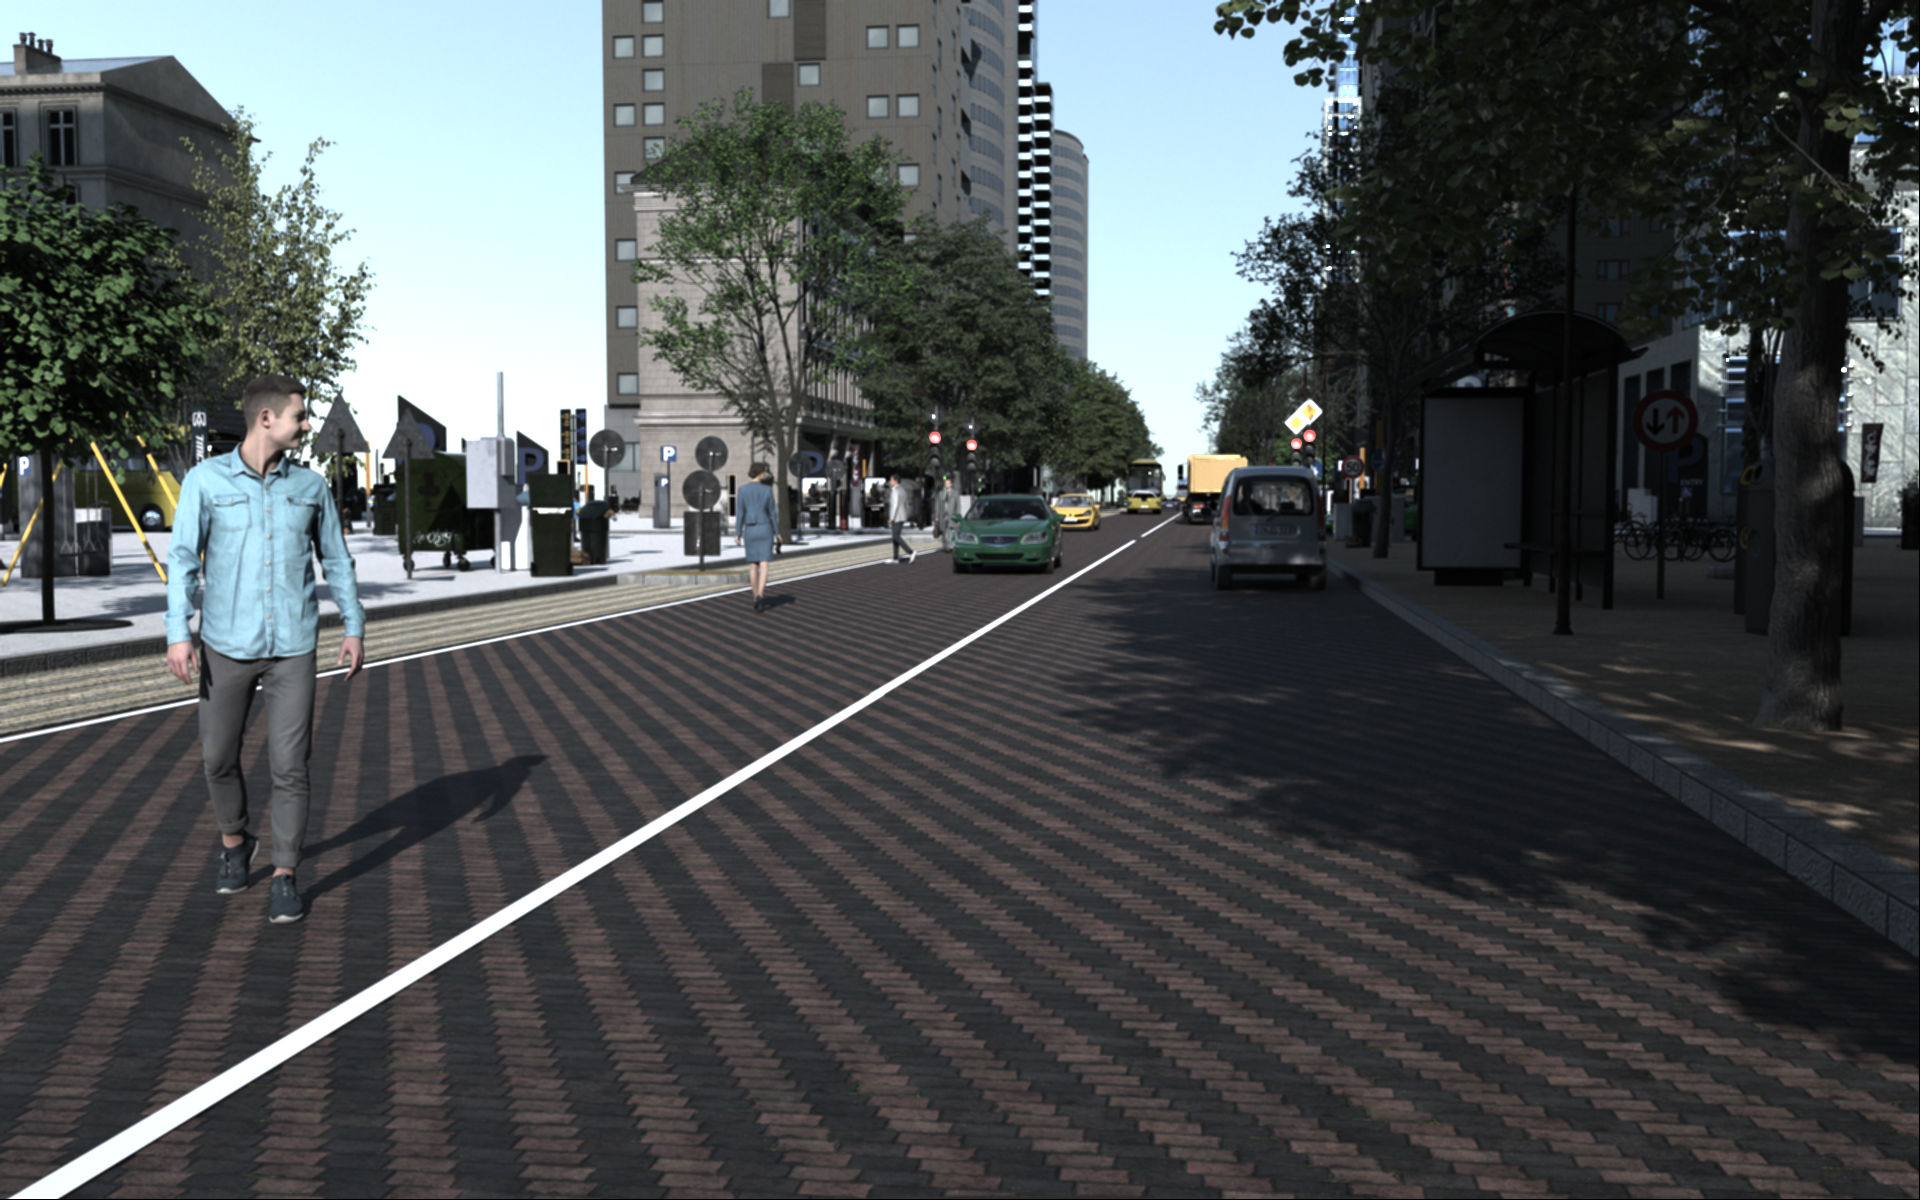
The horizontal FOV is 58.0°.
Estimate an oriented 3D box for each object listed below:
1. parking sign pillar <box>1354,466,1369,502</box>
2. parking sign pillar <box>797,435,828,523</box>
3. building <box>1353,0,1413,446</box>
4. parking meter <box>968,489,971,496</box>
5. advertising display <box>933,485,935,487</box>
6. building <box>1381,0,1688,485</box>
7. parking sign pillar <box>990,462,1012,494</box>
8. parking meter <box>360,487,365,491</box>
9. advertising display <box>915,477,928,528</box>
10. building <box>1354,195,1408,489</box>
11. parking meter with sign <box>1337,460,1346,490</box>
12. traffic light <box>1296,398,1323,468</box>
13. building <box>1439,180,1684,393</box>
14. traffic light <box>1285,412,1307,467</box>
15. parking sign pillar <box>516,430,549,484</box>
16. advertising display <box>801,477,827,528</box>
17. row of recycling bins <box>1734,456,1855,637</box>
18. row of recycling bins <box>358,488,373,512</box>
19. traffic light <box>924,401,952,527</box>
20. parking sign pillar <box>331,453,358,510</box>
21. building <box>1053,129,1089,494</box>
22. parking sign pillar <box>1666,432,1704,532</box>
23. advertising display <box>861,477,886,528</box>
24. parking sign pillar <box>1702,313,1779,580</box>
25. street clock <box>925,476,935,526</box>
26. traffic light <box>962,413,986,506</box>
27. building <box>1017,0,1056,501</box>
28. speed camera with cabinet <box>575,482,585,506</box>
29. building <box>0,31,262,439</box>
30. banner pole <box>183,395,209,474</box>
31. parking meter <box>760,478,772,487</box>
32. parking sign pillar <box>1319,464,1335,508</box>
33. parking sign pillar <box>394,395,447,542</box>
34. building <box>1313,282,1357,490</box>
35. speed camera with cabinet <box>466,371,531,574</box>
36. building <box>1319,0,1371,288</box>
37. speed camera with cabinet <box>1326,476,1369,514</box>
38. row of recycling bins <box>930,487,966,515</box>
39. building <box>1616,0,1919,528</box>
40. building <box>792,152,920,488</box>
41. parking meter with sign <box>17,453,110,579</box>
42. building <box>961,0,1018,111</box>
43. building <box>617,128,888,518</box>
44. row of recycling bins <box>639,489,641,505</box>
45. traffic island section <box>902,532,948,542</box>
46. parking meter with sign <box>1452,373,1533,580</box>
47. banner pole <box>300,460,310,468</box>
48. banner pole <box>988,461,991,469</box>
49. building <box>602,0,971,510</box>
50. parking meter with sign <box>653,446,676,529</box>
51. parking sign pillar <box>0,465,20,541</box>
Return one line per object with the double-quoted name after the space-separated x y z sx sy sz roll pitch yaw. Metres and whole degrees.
28.147 -8.181 122.226 1.447 3.967 1.447 3 5 43 "parking sign pillar"
-6.685 -5.502 78.433 1.447 3.967 1.447 -1 4 -11 "parking sign pillar"
56.115 -36.093 179.361 28.713 52.752 27.495 1 4 8 "building"
0.633 -6.246 107.828 0.255 1.863 0.399 0 4 3 "parking meter"
-1.628 -7.341 125.237 0.123 1.923 0.974 2 4 34 "advertising display"
46.138 -42.980 140.974 20.563 71.187 20.611 1 4 8 "building"
2.310 -6.636 96.969 1.447 3.967 1.447 3 5 45 "parking sign pillar"
-47.398 -8.058 137.457 0.399 1.863 0.255 3 4 38 "parking meter"
-1.493 -3.763 66.731 0.123 1.923 0.974 -2 4 -24 "advertising display"
44.638 -23.746 159.945 14.160 30.474 14.107 1 4 8 "building"
19.829 -5.662 88.839 0.543 3.016 1.738 0 4 -4 "parking meter with sign"
10.209 -3.785 50.811 0.839 4.253 0.868 1 4 8 "traffic light"
47.817 -16.508 114.947 27.650 21.520 28.899 1 4 8 "building"
11.363 -4.269 58.713 0.839 4.253 0.868 1 4 8 "traffic light"
-17.931 -5.151 72.698 1.447 3.967 1.447 0 4 -8 "parking sign pillar"
-5.505 -3.689 65.522 0.974 1.923 0.123 0 4 -6 "advertising display"
8.239 -0.610 17.094 1.069 1.692 3.534 1 4 22 "row of recycling bins"
-44.266 -7.273 126.024 1.069 1.692 3.534 3 5 43 "row of recycling bins"
-0.690 -3.881 52.382 0.839 4.253 0.868 1 4 8 "traffic light"
-31.187 -6.072 87.746 1.447 3.967 1.447 1 4 17 "parking sign pillar"
8.896 -44.890 275.951 21.231 58.520 28.212 1 4 8 "building"
23.971 -4.201 57.152 1.447 3.967 1.447 1 4 18 "parking sign pillar"
-3.232 -3.695 65.621 0.974 1.923 0.123 -2 4 -33 "advertising display"
12.138 -2.310 26.238 1.447 3.967 1.447 1 4 21 "parking sign pillar"
-1.235 -3.925 68.737 0.358 2.002 0.471 3 4 36 "street clock"
0.465 -4.365 60.284 0.839 4.253 0.868 1 4 8 "traffic light"
3.068 -57.084 245.999 22.319 86.520 31.000 1 4 8 "building"
-28.306 -8.169 127.901 0.660 3.252 2.038 -3 5 -40 "speed camera with cabinet"
-54.321 -16.287 85.379 34.723 24.649 14.460 1 4 8 "building"
-19.391 -3.296 43.914 0.863 3.779 0.401 1 4 13 "banner pole"
-7.132 -3.546 63.695 0.255 1.863 0.399 3 5 44 "parking meter"
19.210 -6.331 91.979 1.447 3.967 1.447 0 4 3 "parking sign pillar"
-14.602 -3.576 46.933 1.447 3.967 1.447 0 4 4 "parking sign pillar"
57.975 -29.273 250.308 14.160 30.474 14.107 1 4 8 "building"
-7.467 -2.103 28.714 0.660 3.252 2.038 1 4 11 "speed camera with cabinet"
65.237 -58.570 270.290 22.319 86.520 31.000 1 4 8 "building"
19.418 -5.654 86.778 2.038 3.252 0.660 0 4 4 "speed camera with cabinet"
-0.862 -6.171 108.004 1.069 1.692 3.534 3 4 36 "row of recycling bins"
45.136 -46.483 72.664 31.000 86.520 22.319 1 4 8 "building"
-10.204 -17.822 121.072 12.332 23.373 15.834 1 4 8 "building"
-13.981 -1.852 26.538 0.543 3.016 1.738 2 4 31 "parking meter with sign"
-6.085 -38.928 178.467 21.231 58.520 28.212 1 4 8 "building"
-12.675 -14.813 93.107 10.553 20.767 40.483 1 4 8 "building"
-18.325 -5.824 102.329 1.069 1.692 3.534 -1 4 -20 "row of recycling bins"
-0.728 -1.850 52.523 2.009 0.180 2.903 1 4 8 "traffic island section"
7.984 -1.807 25.808 0.543 3.016 1.738 3 5 44 "parking meter with sign"
-43.608 -7.655 115.175 0.863 3.779 0.401 0 4 -8 "banner pole"
2.214 -8.504 129.058 0.401 3.779 0.863 1 4 21 "banner pole"
-13.777 -34.383 151.404 28.713 52.752 27.495 1 4 8 "building"
-11.019 -4.156 64.211 0.543 3.016 1.738 -2 4 -25 "parking meter with sign"
-26.509 -3.626 47.751 1.447 3.967 1.447 -1 4 -19 "parking sign pillar"
